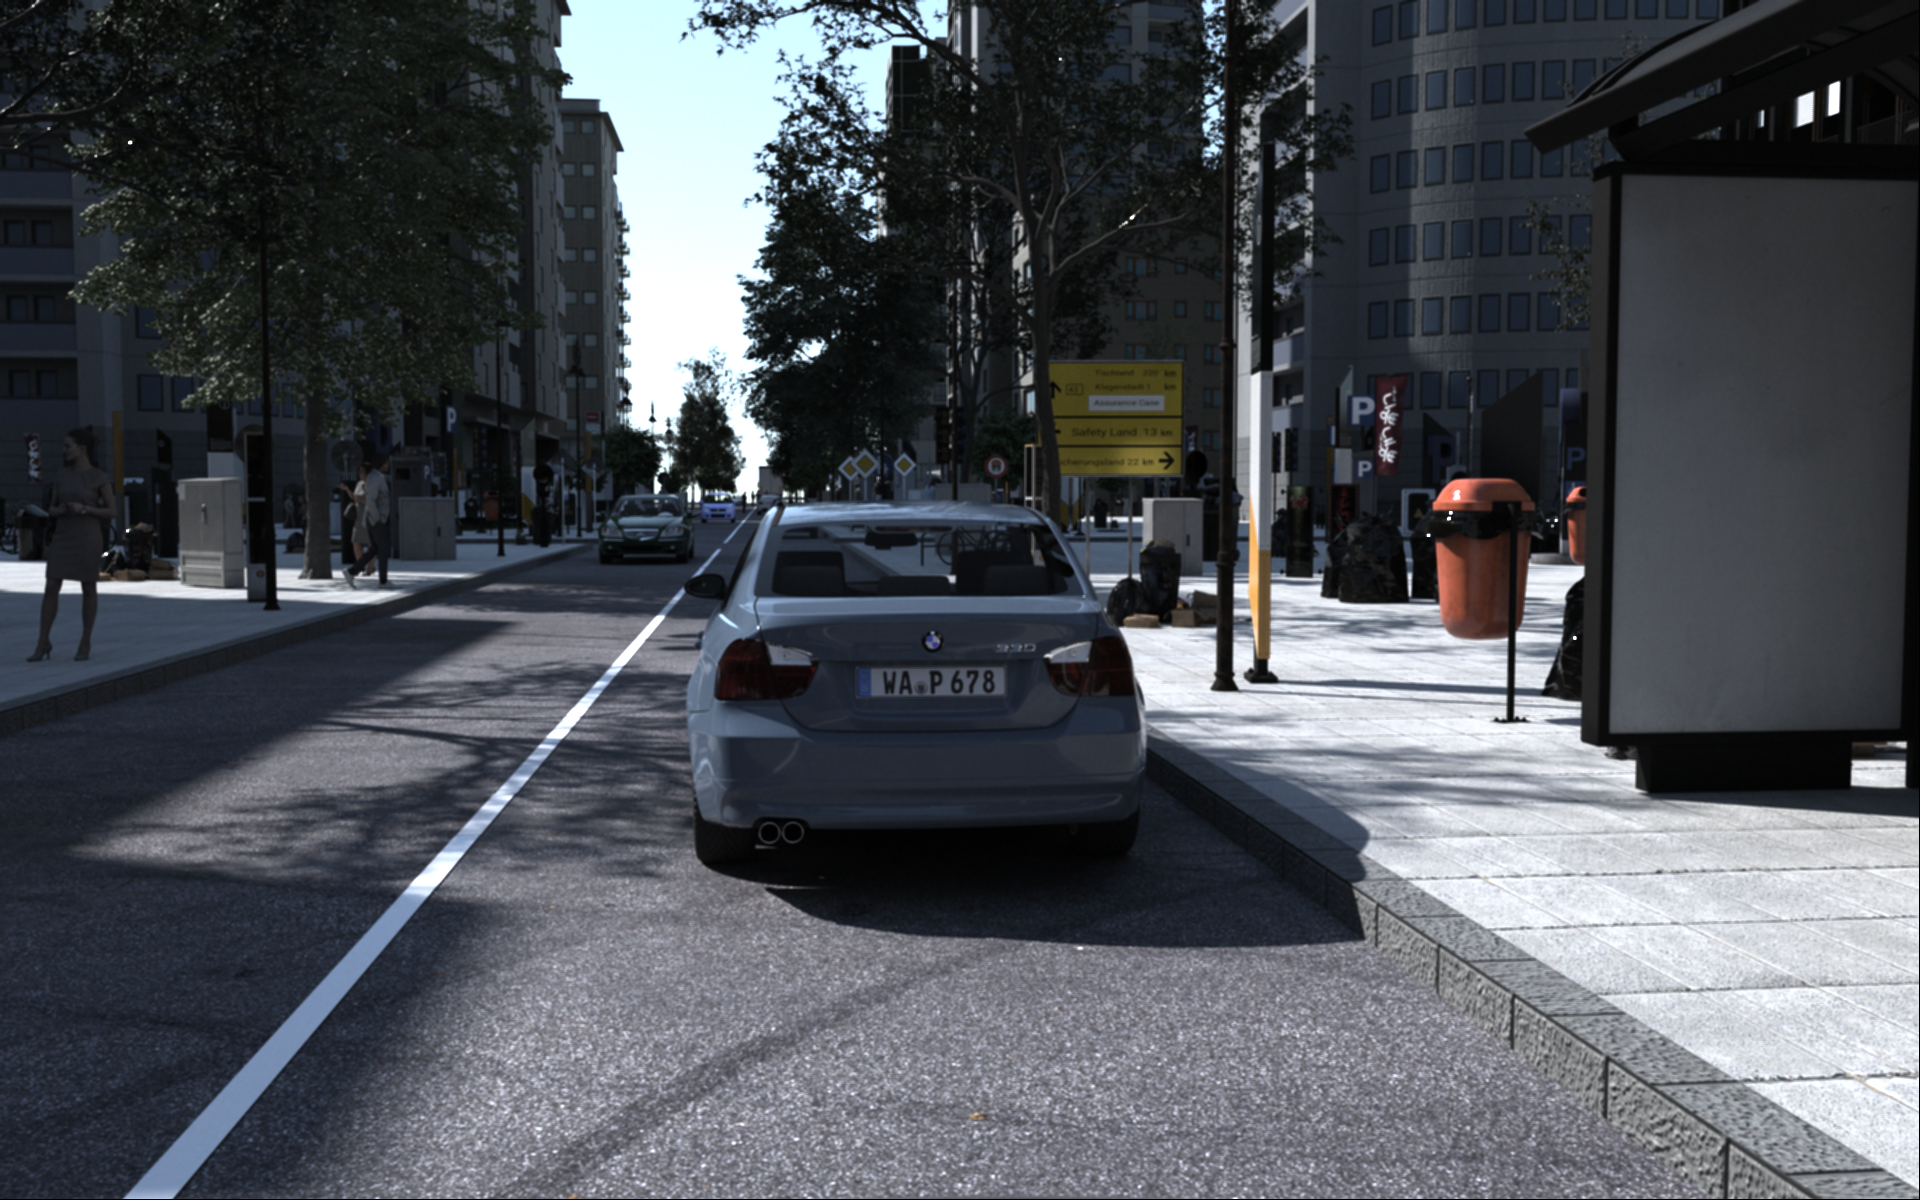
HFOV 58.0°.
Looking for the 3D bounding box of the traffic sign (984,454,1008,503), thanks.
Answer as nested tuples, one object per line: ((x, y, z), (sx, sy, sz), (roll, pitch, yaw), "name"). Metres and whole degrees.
((1.155, -3.384, 55.430), (0.768, 2.556, 0.104), (0, 4, -5), "traffic sign")

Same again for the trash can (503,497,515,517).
((-25.117, -5.195, 96.588), (0.748, 1.137, 0.748), (0, 3, 0), "trash can")

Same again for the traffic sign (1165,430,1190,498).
((3.655, -1.861, 30.535), (0.768, 2.556, 0.104), (0, 4, 3), "traffic sign")

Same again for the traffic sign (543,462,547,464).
((-16.757, -4.298, 70.004), (0.795, 2.593, 0.064), (0, 4, -3), "traffic sign")

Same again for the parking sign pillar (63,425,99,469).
((-34.474, -4.862, 67.972), (1.447, 3.967, 1.447), (1, 4, 16), "parking sign pillar")

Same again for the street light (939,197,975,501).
((-0.081, -3.338, 27.368), (0.468, 5.910, 1.993), (0, 4, -6), "street light")

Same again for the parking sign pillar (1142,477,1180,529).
((7.431, -4.601, 63.700), (1.447, 3.967, 1.447), (0, 4, 0), "parking sign pillar")

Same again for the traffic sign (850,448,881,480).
((-2.387, -2.564, 44.114), (0.795, 2.593, 0.064), (0, 4, -6), "traffic sign")

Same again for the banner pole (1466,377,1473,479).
((10.811, -2.859, 36.755), (0.401, 3.779, 0.863), (1, 4, 10), "banner pole")

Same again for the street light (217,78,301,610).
((-7.625, -2.827, 19.012), (0.468, 5.910, 1.993), (0, 4, -6), "street light")

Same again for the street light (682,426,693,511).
((-18.650, -8.867, 117.766), (0.468, 5.910, 1.993), (0, 4, -6), "street light")

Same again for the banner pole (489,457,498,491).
((-31.486, -7.754, 116.788), (0.863, 3.779, 0.401), (1, 4, 20), "banner pole")

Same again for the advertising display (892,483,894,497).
((-3.562, -5.610, 96.943), (0.123, 1.923, 0.974), (1, 4, 20), "advertising display")

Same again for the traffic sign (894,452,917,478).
((-1.732, -3.349, 54.488), (0.795, 2.593, 0.064), (0, 4, -6), "traffic sign")

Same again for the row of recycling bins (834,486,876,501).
((-5.477, -5.277, 93.393), (3.534, 1.692, 1.069), (3, 5, 43), "row of recycling bins")

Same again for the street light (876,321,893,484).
((-1.966, -4.341, 43.763), (0.468, 5.910, 1.993), (0, 4, -6), "street light")

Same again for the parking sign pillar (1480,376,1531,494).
((12.081, -3.020, 37.852), (1.447, 3.967, 1.447), (3, 4, 36), "parking sign pillar")

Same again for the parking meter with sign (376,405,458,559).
((-10.894, -2.331, 34.369), (1.738, 3.016, 0.543), (0, 4, 7), "parking meter with sign")

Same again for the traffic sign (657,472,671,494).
((-16.951, -6.061, 99.204), (0.768, 2.556, 0.104), (0, 4, 3), "traffic sign")

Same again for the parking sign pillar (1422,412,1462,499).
((15.980, -4.218, 57.439), (1.447, 3.967, 1.447), (-1, 4, -23), "parking sign pillar")

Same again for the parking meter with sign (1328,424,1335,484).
((9.697, -2.932, 44.192), (0.543, 3.016, 1.738), (1, 4, 15), "parking meter with sign")

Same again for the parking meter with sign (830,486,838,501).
((-7.933, -6.878, 108.712), (0.543, 3.016, 1.738), (1, 4, 12), "parking meter with sign")

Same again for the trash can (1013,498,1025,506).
((2.396, -3.423, 67.624), (0.748, 1.137, 0.748), (0, 3, 0), "trash can")

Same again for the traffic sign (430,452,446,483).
((-12.738, -2.431, 41.876), (0.606, 2.300, 0.079), (0, 4, 0), "traffic sign")

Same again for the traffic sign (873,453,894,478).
((-2.417, -3.275, 53.654), (0.768, 2.556, 0.104), (0, 4, 0), "traffic sign")

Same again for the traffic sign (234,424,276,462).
((-12.761, -1.912, 31.367), (0.768, 2.556, 0.104), (0, 4, 3), "traffic sign")

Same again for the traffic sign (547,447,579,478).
((-9.937, -2.514, 43.299), (0.795, 2.593, 0.064), (0, 4, -6), "traffic sign")

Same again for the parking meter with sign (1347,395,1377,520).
((6.924, -2.050, 29.778), (0.543, 3.016, 1.738), (1, 4, 12), "parking meter with sign")

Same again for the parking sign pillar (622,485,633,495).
((-14.860, -5.440, 77.423), (1.447, 3.967, 1.447), (-1, 4, -14), "parking sign pillar")

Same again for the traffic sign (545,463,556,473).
((-16.210, -4.191, 68.625), (0.768, 2.556, 0.104), (0, 4, -6), "traffic sign")

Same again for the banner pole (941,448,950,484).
((-0.540, -5.667, 82.672), (0.863, 3.779, 0.401), (-1, 4, -21), "banner pole")

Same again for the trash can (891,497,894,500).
((-3.013, -4.155, 79.592), (0.748, 1.137, 0.748), (0, 3, 0), "trash can")

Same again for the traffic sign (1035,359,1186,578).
((2.266, -1.980, 26.245), (2.265, 3.308, 0.079), (0, 4, 2), "traffic sign")

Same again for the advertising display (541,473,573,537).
((-12.785, -3.032, 54.781), (0.974, 1.923, 0.123), (-3, 5, -42), "advertising display")

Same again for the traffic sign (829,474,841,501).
((-6.292, -5.202, 87.190), (0.606, 2.300, 0.079), (0, 4, -1), "traffic sign")

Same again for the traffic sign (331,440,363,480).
((-14.381, -2.479, 40.642), (0.768, 2.556, 0.104), (0, 4, 3), "traffic sign")

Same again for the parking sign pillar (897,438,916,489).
((-2.365, -5.403, 76.812), (1.447, 3.967, 1.447), (-2, 4, -24), "parking sign pillar")

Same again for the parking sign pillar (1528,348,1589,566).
((11.209, -2.637, 31.595), (1.447, 3.967, 1.447), (1, 4, 17), "parking sign pillar")

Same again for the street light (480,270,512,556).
((-9.509, -3.849, 35.720), (0.468, 5.910, 1.993), (0, 4, -6), "street light")

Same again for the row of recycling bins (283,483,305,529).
((-25.129, -3.607, 66.087), (1.069, 1.692, 3.534), (-1, 4, -10), "row of recycling bins")

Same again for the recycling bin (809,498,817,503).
((-9.005, -5.707, 105.864), (0.722, 1.027, 0.722), (1, 4, 11), "recycling bin")

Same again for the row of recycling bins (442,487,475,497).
((-28.050, -5.441, 96.069), (1.069, 1.692, 3.534), (1, 4, 18), "row of recycling bins")

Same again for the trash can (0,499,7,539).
((-27.439, -2.292, 49.129), (0.748, 1.137, 0.748), (0, 3, 0), "trash can")

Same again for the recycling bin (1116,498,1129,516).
((9.462, -5.346, 99.962), (0.722, 1.027, 0.722), (-2, 4, -24), "recycling bin")

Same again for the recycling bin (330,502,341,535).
((-19.701, -2.535, 53.994), (0.722, 1.027, 0.722), (2, 4, 24), "recycling bin")

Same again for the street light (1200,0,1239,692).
((1.730, -2.346, 11.150), (0.468, 5.910, 1.993), (0, 4, -6), "street light")

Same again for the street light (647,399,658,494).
((-14.913, -6.812, 84.166), (0.468, 5.910, 1.993), (0, 4, -6), "street light")

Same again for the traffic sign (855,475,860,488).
((-6.303, -6.491, 106.128), (0.884, 2.594, 0.081), (0, 4, -1), "traffic sign")

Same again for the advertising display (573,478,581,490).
((-14.632, -3.775, 66.927), (0.974, 1.923, 0.123), (3, 5, 39), "advertising display")

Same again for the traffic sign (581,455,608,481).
((-10.819, -3.000, 51.235), (0.795, 2.593, 0.064), (0, 4, -6), "traffic sign")

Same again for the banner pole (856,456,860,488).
((-6.556, -7.393, 110.889), (0.401, 3.779, 0.863), (1, 4, 18), "banner pole")

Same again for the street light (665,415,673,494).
((-16.946, -7.840, 100.967), (0.468, 5.910, 1.993), (0, 4, -6), "street light")

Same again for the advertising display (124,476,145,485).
((-30.228, -3.544, 63.159), (0.974, 1.923, 0.123), (-2, 4, -31), "advertising display")

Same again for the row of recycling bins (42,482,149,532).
((-30.038, -3.255, 60.325), (1.069, 1.692, 3.534), (3, 4, 38), "row of recycling bins")

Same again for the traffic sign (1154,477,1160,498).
((3.192, -1.709, 28.054), (0.768, 2.556, 0.104), (0, 4, -5), "traffic sign")

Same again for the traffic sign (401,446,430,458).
((-11.594, -2.129, 36.938), (0.606, 2.300, 0.079), (0, 4, -1), "traffic sign")

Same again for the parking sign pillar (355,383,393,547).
((-14.324, -3.301, 42.447), (1.447, 3.967, 1.447), (0, 4, 3), "parking sign pillar")

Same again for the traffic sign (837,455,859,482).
((-3.269, -3.050, 52.050), (0.795, 2.593, 0.064), (0, 4, -6), "traffic sign")
